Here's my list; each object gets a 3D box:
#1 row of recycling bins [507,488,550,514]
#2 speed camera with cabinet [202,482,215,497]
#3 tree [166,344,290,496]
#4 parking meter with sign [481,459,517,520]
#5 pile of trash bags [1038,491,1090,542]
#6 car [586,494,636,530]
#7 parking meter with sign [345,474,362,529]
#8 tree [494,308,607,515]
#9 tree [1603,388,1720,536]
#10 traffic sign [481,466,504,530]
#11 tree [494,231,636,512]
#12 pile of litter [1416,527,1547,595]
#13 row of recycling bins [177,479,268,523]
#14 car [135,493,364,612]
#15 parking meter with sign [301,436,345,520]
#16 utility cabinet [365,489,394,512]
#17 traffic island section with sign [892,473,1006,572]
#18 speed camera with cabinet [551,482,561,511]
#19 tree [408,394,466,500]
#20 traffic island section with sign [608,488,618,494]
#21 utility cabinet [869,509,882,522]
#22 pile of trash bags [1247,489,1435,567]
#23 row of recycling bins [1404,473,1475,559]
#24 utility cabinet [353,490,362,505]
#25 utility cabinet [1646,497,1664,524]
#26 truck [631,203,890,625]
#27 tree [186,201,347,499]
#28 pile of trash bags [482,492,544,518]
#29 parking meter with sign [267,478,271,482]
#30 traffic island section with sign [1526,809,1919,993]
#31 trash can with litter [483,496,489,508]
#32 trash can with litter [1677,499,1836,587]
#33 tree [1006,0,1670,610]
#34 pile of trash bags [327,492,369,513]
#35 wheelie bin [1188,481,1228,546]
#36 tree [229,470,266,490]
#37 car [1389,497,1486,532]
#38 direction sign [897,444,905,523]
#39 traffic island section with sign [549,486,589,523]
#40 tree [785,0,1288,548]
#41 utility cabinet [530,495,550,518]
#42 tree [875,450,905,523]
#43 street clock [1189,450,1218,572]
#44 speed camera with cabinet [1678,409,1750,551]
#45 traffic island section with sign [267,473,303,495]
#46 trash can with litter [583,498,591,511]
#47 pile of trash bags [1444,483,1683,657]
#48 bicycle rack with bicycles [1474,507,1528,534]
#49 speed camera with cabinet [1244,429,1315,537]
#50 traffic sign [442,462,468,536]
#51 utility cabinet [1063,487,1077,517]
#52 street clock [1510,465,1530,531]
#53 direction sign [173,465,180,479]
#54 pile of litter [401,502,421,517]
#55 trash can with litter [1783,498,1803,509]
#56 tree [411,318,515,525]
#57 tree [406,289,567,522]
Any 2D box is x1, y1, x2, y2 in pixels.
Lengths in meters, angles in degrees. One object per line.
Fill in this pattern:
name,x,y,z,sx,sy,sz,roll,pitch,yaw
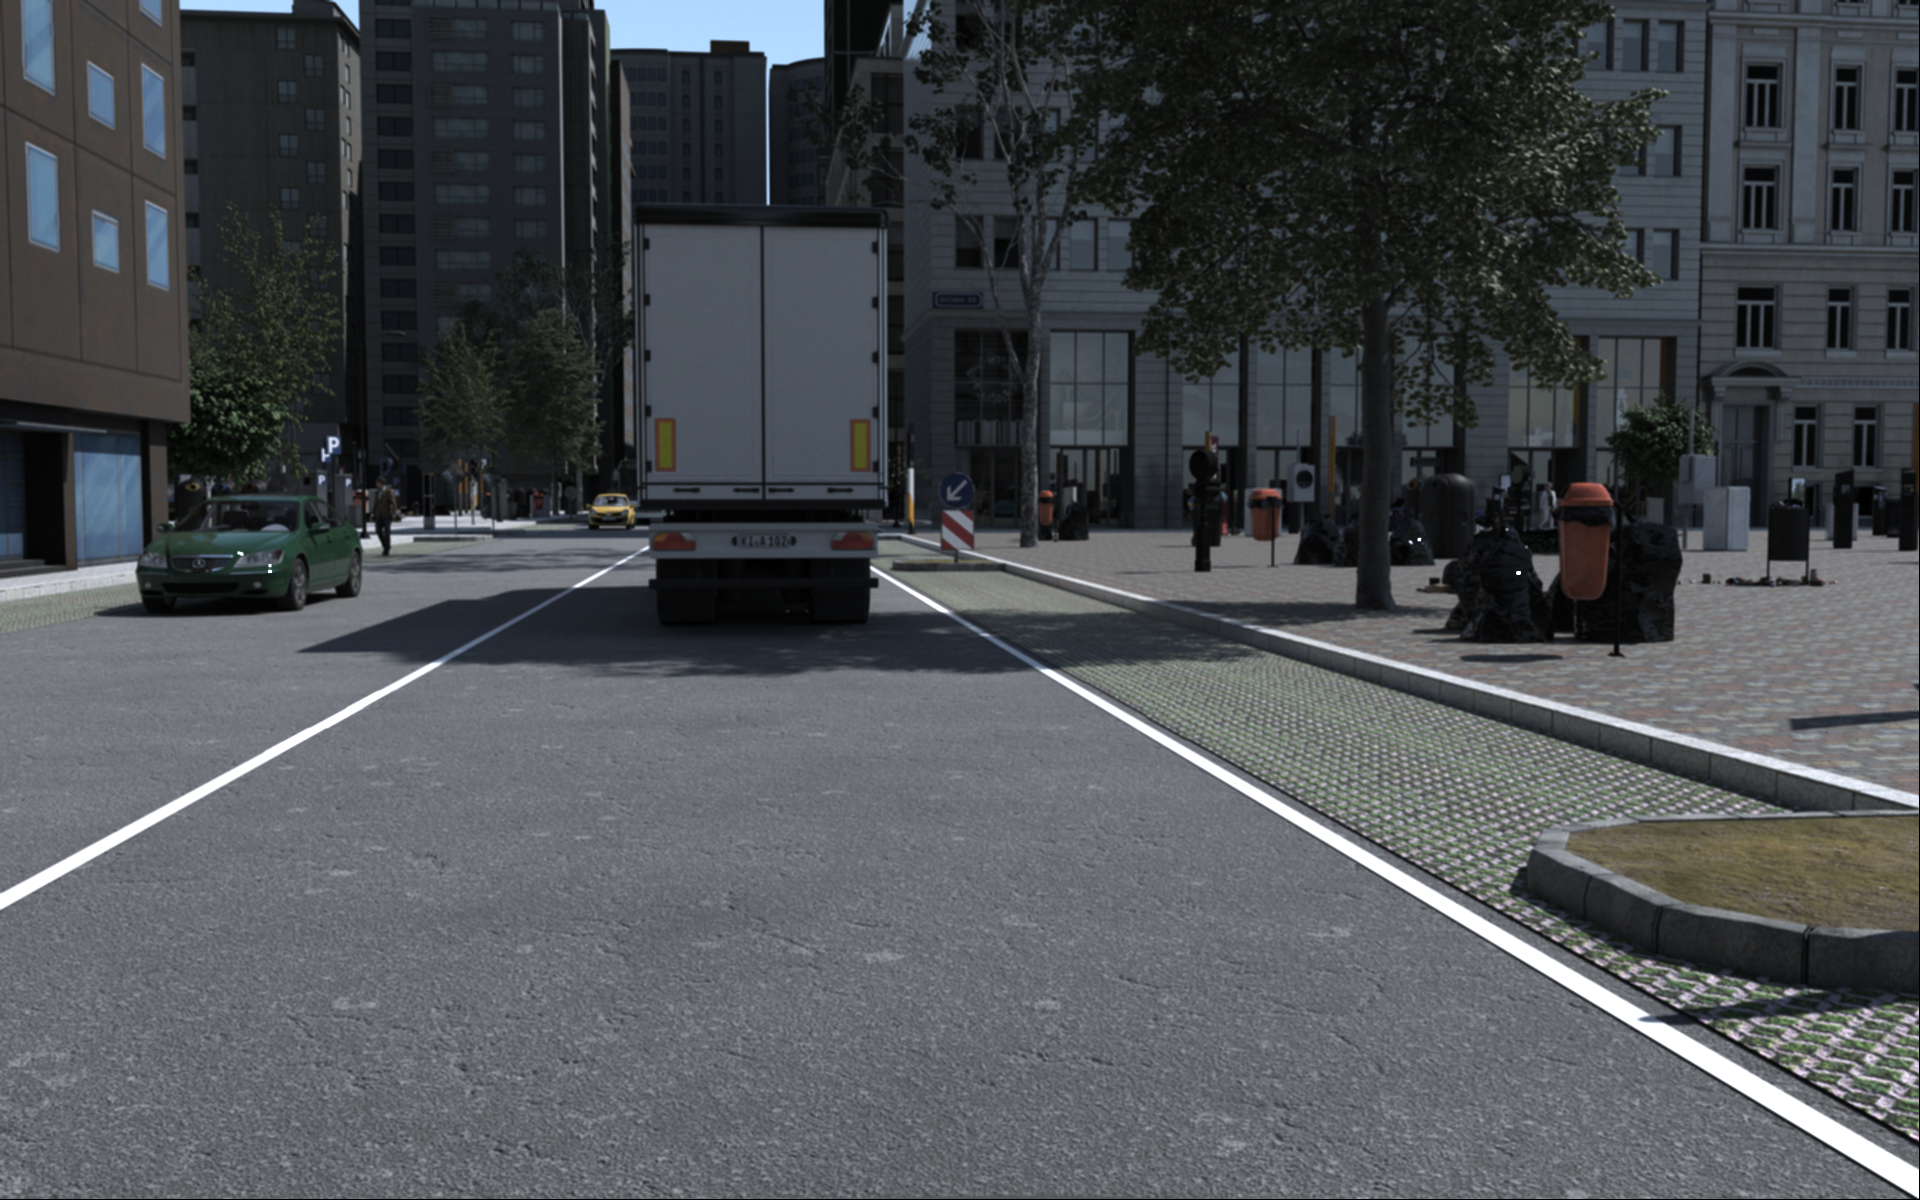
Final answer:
row of recycling bins,-27.493,-6.271,109.649,1.069,1.692,3.534,3,5,42
speed camera with cabinet,-35.794,-5.354,81.872,2.038,3.252,0.660,2,4,33
tree,-16.294,-3.313,37.888,4.285,4.588,4.351,0,3,0
parking meter with sign,-22.868,-5.489,86.007,0.543,3.016,1.738,3,5,40
pile of trash bags,2.589,-2.333,47.900,1.912,1.369,3.447,1,4,10
car,-14.240,-3.709,70.860,2.015,1.641,3.980,0,4,-7
parking meter with sign,-23.173,-4.199,64.922,1.738,3.016,0.543,2,4,27
tree,-25.226,-11.491,105.999,7.486,12.596,7.792,0,3,0
tree,21.785,-4.289,53.831,4.285,4.588,4.351,0,3,0
traffic sign,-16.479,-3.516,61.127,0.795,2.450,0.064,0,4,-7
tree,-25.560,-16.320,122.719,12.611,20.169,13.585,0,3,0
pile of litter,6.848,-0.520,22.471,1.719,0.858,1.176,3,4,37
row of recycling bins,-20.114,-2.526,48.406,3.534,1.692,1.069,0,4,0
car,-9.162,-0.664,22.656,2.131,1.459,4.920,0,4,-6
parking meter with sign,-19.531,-3.435,52.425,1.738,3.016,0.543,2,4,30
utility cabinet,-27.149,-4.436,81.201,1.173,1.500,0.318,1,4,14
traffic island section with sign,-0.256,-1.477,32.772,1.989,1.847,2.006,0,4,-7
speed camera with cabinet,-31.515,-8.433,132.212,2.038,3.252,0.660,0,4,-5
tree,-38.579,-10.813,127.155,4.360,8.622,3.978,0,3,0
traffic island section with sign,-22.537,-6.361,112.636,1.989,1.847,2.006,0,4,-7
utility cabinet,-3.913,-4.226,80.258,0.306,1.237,1.020,-2,4,-26
pile of trash bags,6.716,-1.311,31.195,3.447,1.369,1.912,-1,4,-22
row of recycling bins,9.970,-1.765,35.970,1.069,1.692,3.534,0,4,4
utility cabinet,-29.831,-4.739,86.164,0.318,1.500,1.173,0,4,4
utility cabinet,13.169,-1.326,32.835,0.306,1.237,1.020,1,4,20
truck,-2.551,-2.047,22.390,2.839,4.237,11.283,0,4,-7
tree,-17.123,-5.675,43.144,4.737,8.622,4.395,0,3,0
pile of trash bags,-23.687,-5.060,92.483,1.912,1.369,3.447,3,4,38
parking meter with sign,-32.985,-5.342,83.605,0.543,3.016,1.738,3,5,41
traffic island section with sign,3.078,0.168,5.881,1.989,1.847,2.006,0,4,-7
trash can with litter,-28.661,-5.746,105.342,1.055,1.170,0.624,1,4,11
trash can with litter,11.338,-0.830,24.631,2.233,1.210,1.678,1,4,18
tree,4.245,-6.168,18.969,7.486,12.596,7.792,0,3,0
pile of trash bags,-25.344,-3.640,69.265,3.447,1.369,1.912,0,4,2
wheelie bin,6.109,-2.118,42.537,0.980,1.594,0.693,-1,4,-11
tree,-33.348,-5.311,81.435,1.663,3.219,1.824,0,3,0
car,16.609,-2.900,59.994,3.894,1.354,1.945,0,4,-8
direction sign,-2.623,-5.256,77.931,0.379,3.537,0.876,2,4,28
traffic island section with sign,-19.203,-4.710,85.644,1.989,1.847,2.006,0,4,-7
tree,2.175,-11.414,42.503,12.611,20.169,13.585,0,3,0
utility cabinet,-22.943,-5.106,94.648,1.020,1.237,0.306,-2,4,-26
tree,-3.091,-4.974,75.929,1.663,3.219,1.824,0,3,0
street clock,4.020,-1.471,28.622,0.358,2.002,0.471,-2,4,-34
speed camera with cabinet,17.298,-2.776,39.728,0.660,3.252,2.038,-1,4,-8
traffic island section with sign,-12.583,-1.434,32.079,1.989,1.847,2.006,0,4,-7
trash can with litter,-28.322,-7.267,130.205,1.055,1.170,0.624,-3,5,-43
pile of trash bags,5.293,-0.328,15.114,1.912,1.369,3.447,1,4,13
bicycle rack with bicycles,14.650,-2.181,49.046,2.852,0.926,2.925,3,5,42
speed camera with cabinet,9.627,-3.536,52.154,2.038,3.252,0.660,-1,4,-14
traffic sign,-15.499,-3.031,53.202,0.795,2.450,0.064,0,4,-7
utility cabinet,3.349,-2.704,52.896,0.318,1.500,1.173,1,4,9
street clock,14.003,-2.373,43.366,0.358,2.002,0.471,-2,4,-25
direction sign,-41.465,-6.099,91.723,0.379,3.537,0.876,2,4,33
pile of litter,-31.325,-5.193,98.876,1.176,0.858,1.719,0,4,-8
trash can with litter,24.001,-2.364,50.038,0.624,1.170,1.055,2,4,26
tree,-20.359,-7.429,71.831,4.737,8.622,4.395,0,3,0
tree,-21.524,-8.868,79.411,7.601,10.594,8.767,0,4,-2
